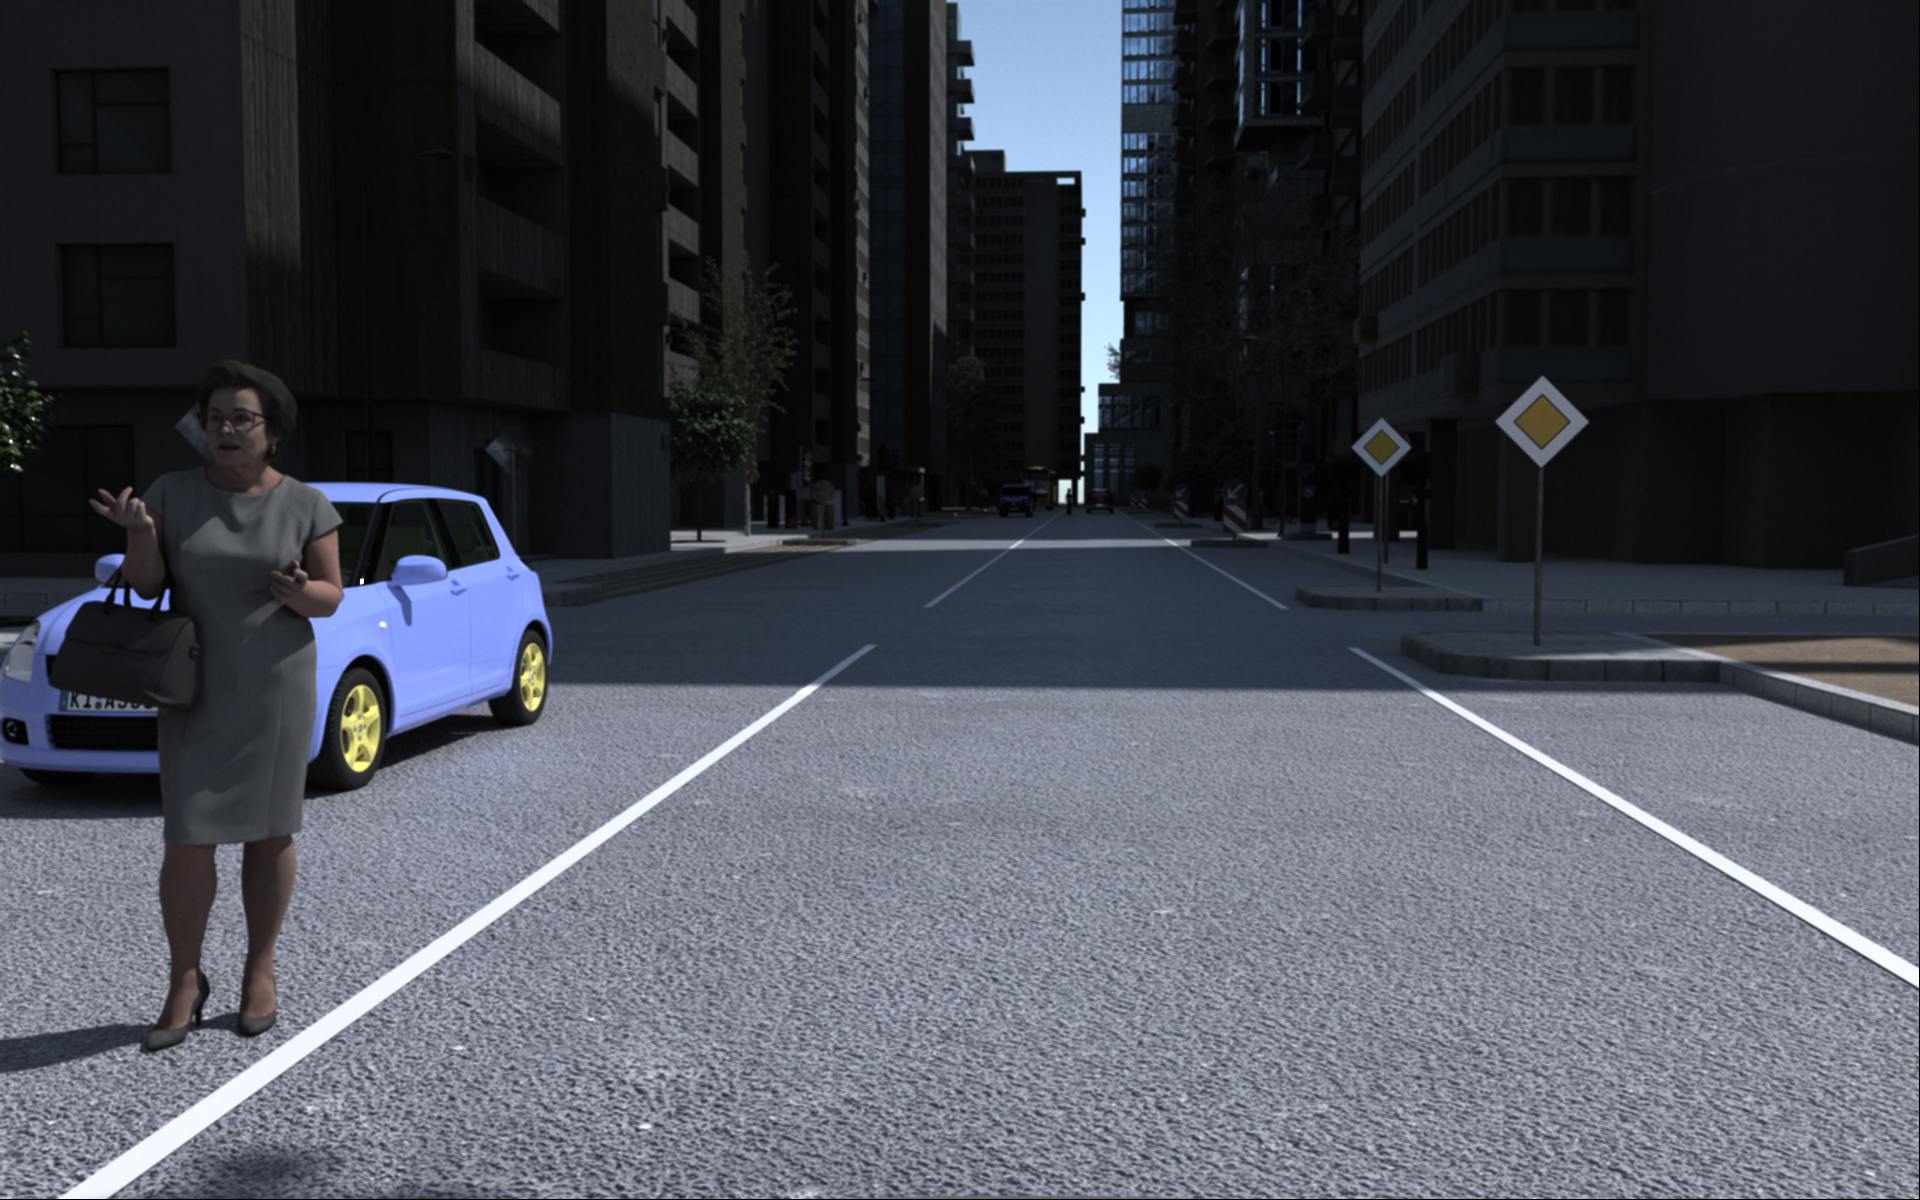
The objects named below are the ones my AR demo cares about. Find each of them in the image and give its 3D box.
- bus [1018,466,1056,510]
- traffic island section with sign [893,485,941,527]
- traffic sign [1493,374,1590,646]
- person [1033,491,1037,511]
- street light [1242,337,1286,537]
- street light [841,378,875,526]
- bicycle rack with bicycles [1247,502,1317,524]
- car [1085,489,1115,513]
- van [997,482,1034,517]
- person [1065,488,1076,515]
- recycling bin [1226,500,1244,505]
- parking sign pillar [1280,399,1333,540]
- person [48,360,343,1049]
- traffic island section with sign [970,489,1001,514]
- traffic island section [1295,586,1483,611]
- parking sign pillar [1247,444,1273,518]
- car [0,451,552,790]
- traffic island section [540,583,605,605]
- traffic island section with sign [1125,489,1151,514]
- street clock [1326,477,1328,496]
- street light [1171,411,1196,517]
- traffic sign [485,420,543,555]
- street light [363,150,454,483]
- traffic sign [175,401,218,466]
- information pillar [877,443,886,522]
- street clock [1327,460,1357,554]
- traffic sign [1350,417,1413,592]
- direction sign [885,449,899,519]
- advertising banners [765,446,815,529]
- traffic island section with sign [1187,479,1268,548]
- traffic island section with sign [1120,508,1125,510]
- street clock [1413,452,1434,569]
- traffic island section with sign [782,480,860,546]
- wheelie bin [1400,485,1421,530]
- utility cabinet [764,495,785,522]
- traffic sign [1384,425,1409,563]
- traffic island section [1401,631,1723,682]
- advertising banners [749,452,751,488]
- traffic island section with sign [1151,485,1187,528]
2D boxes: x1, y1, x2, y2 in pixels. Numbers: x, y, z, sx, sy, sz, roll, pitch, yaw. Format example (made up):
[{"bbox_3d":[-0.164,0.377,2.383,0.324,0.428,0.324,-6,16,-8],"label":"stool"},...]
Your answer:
[{"bbox_3d":[7.009,-9.962,154.424,2.896,3.916,12.252,0,4,6],"label":"bus"},{"bbox_3d":[-1.848,-4.110,75.821,1.989,1.847,2.006,0,4,4],"label":"traffic island section with sign"},{"bbox_3d":[4.885,-0.671,14.614,0.795,2.450,0.064,0,4,4],"label":"traffic sign"},{"bbox_3d":[6.425,-8.403,146.709,0.721,1.723,1.217,0,4,7],"label":"person"},{"bbox_3d":[9.033,-4.818,51.322,1.470,5.913,1.316,0,4,4],"label":"street light"},{"bbox_3d":[-4.076,-5.920,69.338,1.470,5.913,1.316,0,4,4],"label":"street light"},{"bbox_3d":[14.345,-3.806,75.611,2.852,0.926,2.925,-3,4,-38],"label":"bicycle rack with bicycles"},{"bbox_3d":[10.472,-7.391,129.515,2.281,1.827,5.304,0,4,4],"label":"car"},{"bbox_3d":[3.533,-6.352,108.246,2.240,2.365,5.245,0,4,6],"label":"van"},{"bbox_3d":[7.502,-6.732,118.502,0.705,1.831,1.348,-2,4,-24],"label":"person"},{"bbox_3d":[12.725,-4.136,80.182,0.722,1.027,0.722,0,4,-3],"label":"recycling bin"},{"bbox_3d":[9.719,-3.670,48.470,1.447,3.967,1.447,0,4,7],"label":"parking sign pillar"},{"bbox_3d":[-1.983,0.266,4.513,0.716,1.782,0.532,-1,4,-17],"label":"person"},{"bbox_3d":[1.798,-7.116,124.969,1.989,1.847,2.006,0,4,4],"label":"traffic island section with sign"},{"bbox_3d":[5.500,-0.023,22.652,2.009,0.180,2.903,0,4,4],"label":"traffic island section"},{"bbox_3d":[16.305,-6.466,94.193,1.447,3.967,1.447,2,4,24],"label":"parking sign pillar"},{"bbox_3d":[-3.608,0.001,9.569,1.945,1.707,3.694,0,4,6],"label":"car"},{"bbox_3d":[-6.059,-0.075,23.511,2.009,0.180,2.903,0,4,4],"label":"traffic island section"},{"bbox_3d":[13.099,-7.127,125.154,1.989,1.847,2.006,0,4,4],"label":"traffic island section with sign"},{"bbox_3d":[15.190,-4.062,70.990,0.358,2.002,0.471,0,4,-7],"label":"street clock"},{"bbox_3d":[12.521,-7.616,97.066,1.470,5.913,1.316,0,4,4],"label":"street light"},{"bbox_3d":[-6.035,-1.211,23.448,0.795,2.450,0.064,0,4,4],"label":"traffic sign"},{"bbox_3d":[-7.527,-3.122,23.591,1.470,5.913,1.316,0,4,4],"label":"street light"},{"bbox_3d":[-6.626,-0.724,15.485,0.795,2.450,0.064,0,4,4],"label":"traffic sign"},{"bbox_3d":[-3.576,-5.343,78.716,0.183,3.616,0.504,2,4,34],"label":"information pillar"},{"bbox_3d":[8.251,-1.997,37.215,0.471,2.002,0.358,3,4,38],"label":"street clock"},{"bbox_3d":[5.476,-1.158,22.577,0.795,2.450,0.064,0,4,4],"label":"traffic sign"},{"bbox_3d":[-3.494,-5.855,87.731,0.876,3.537,0.379,1,4,23],"label":"direction sign"},{"bbox_3d":[-6.277,-4.146,63.973,2.074,3.025,0.090,1,4,23],"label":"advertising banners"},{"bbox_3d":[7.344,-2.371,47.390,1.989,1.847,2.006,0,4,4],"label":"traffic island section with sign"},{"bbox_3d":[15.138,-8.798,152.467,1.989,1.847,2.006,0,4,4],"label":"traffic island section with sign"},{"bbox_3d":[7.887,-1.525,29.510,0.358,2.002,0.471,1,4,15],"label":"street clock"},{"bbox_3d":[-3.854,-2.452,48.717,1.989,1.847,2.006,0,4,4],"label":"traffic island section with sign"},{"bbox_3d":[15.855,-3.265,61.291,0.693,1.594,0.980,-3,5,-39],"label":"wheelie bin"},{"bbox_3d":[-8.444,-4.158,79.146,1.020,1.237,0.306,-1,4,-14],"label":"utility cabinet"},{"bbox_3d":[7.887,-1.950,31.995,0.768,2.556,0.104,1,4,9],"label":"traffic sign"},{"bbox_3d":[4.910,0.464,14.689,2.009,0.180,2.903,0,4,4],"label":"traffic island section"},{"bbox_3d":[-8.968,-4.635,71.967,0.090,3.025,2.074,1,4,10],"label":"advertising banners"},{"bbox_3d":[9.365,-4.037,74.637,1.989,1.847,2.006,0,4,4],"label":"traffic island section with sign"}]
